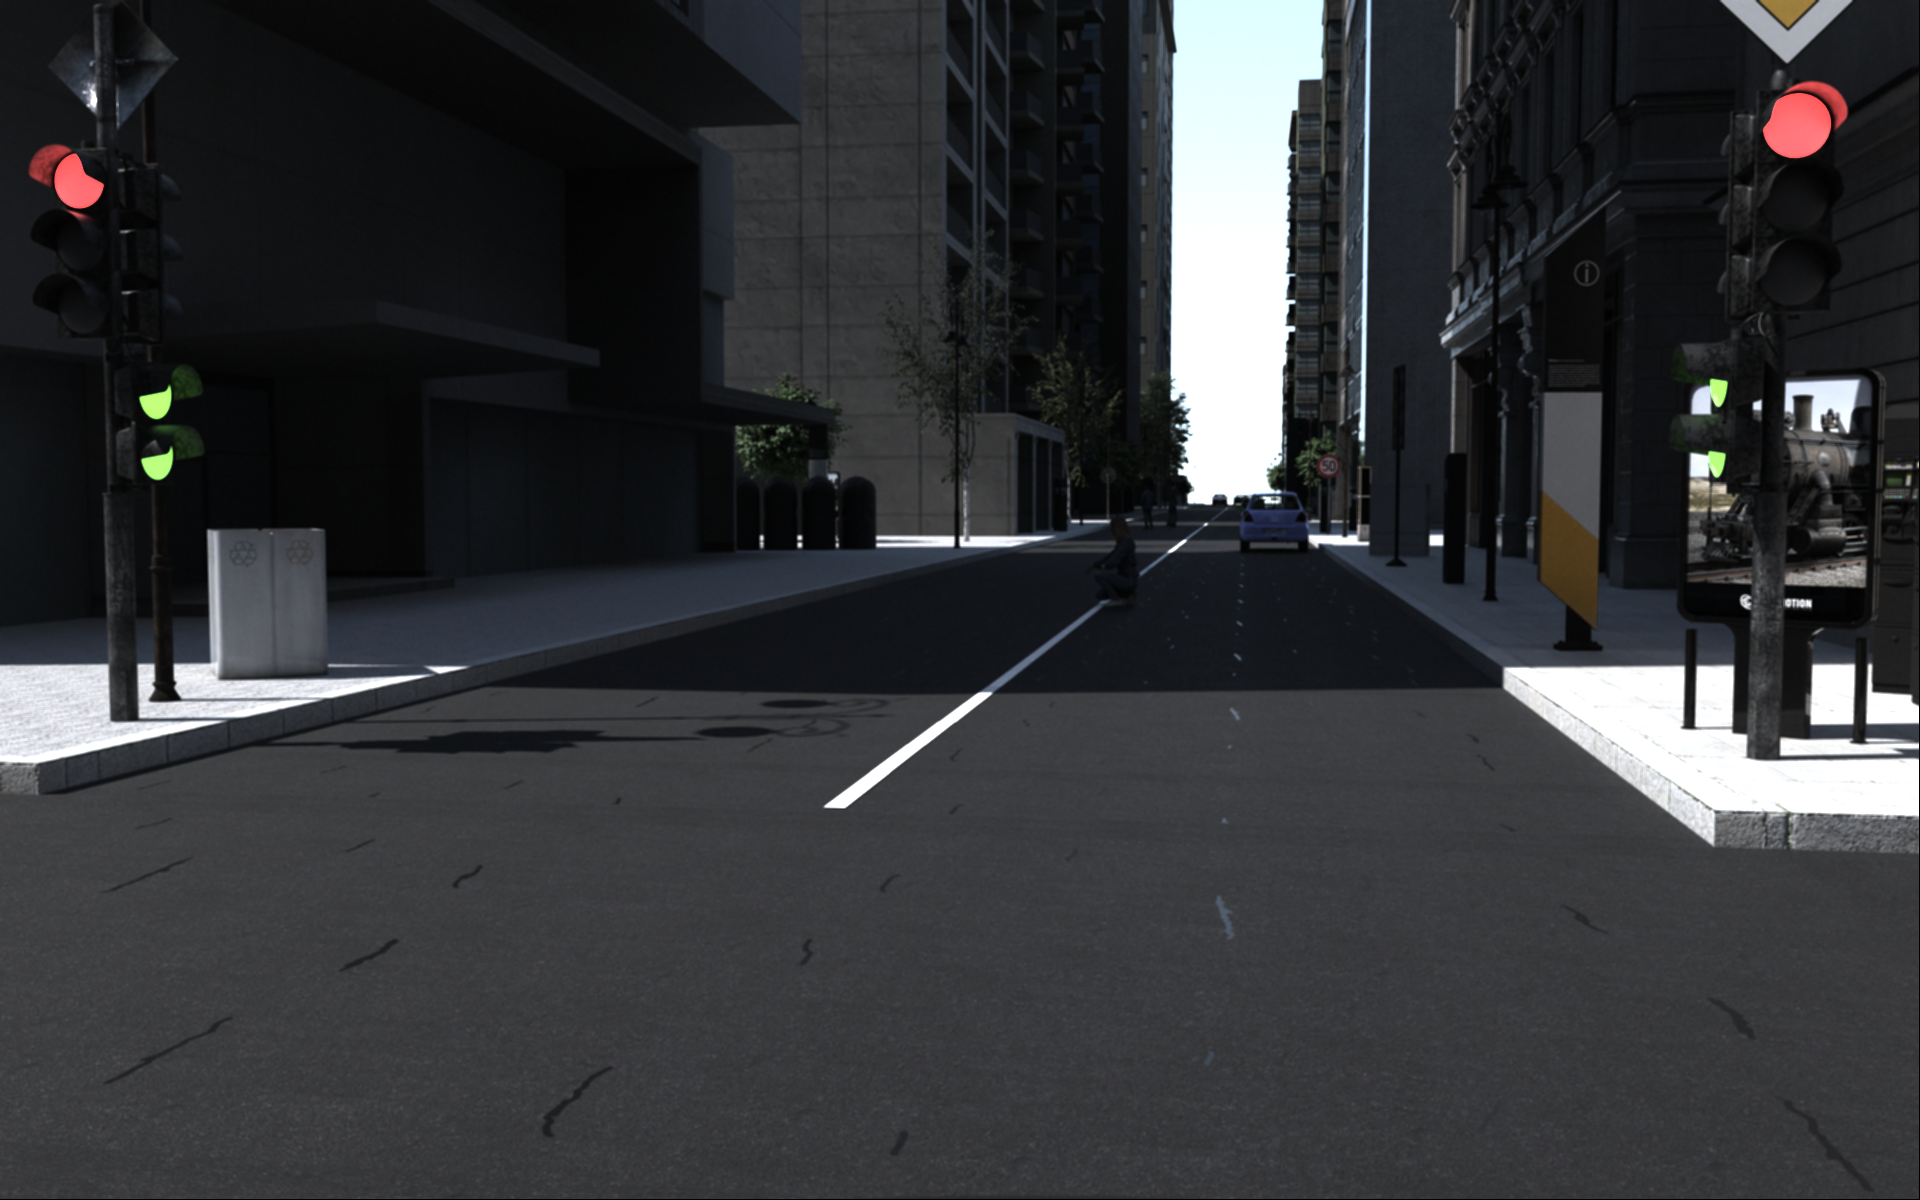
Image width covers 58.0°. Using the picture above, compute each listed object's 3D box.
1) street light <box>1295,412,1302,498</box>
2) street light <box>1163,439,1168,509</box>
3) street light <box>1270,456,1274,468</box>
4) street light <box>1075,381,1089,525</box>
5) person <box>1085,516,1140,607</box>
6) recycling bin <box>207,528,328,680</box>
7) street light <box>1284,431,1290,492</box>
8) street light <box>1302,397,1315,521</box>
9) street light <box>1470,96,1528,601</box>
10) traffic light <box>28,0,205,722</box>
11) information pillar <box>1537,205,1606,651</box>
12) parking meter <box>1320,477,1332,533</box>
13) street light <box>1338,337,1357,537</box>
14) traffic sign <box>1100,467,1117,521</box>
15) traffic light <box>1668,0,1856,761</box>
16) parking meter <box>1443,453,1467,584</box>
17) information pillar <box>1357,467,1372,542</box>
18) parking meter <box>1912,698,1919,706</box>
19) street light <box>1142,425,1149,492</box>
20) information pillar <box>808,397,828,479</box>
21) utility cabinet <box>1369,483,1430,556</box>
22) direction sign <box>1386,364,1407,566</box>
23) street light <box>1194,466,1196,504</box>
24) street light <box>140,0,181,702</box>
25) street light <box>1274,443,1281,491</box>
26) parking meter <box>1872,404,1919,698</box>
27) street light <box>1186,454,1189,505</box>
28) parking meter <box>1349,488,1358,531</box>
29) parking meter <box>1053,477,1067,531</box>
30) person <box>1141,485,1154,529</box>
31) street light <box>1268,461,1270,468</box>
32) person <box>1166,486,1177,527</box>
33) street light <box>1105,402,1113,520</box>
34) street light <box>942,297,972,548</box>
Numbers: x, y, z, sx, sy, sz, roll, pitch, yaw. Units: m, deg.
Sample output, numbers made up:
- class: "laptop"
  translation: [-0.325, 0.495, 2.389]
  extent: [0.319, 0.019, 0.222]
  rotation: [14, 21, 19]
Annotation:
- class: "street light"
  translation: [19.038, -7.614, 97.275]
  extent: [0.468, 5.910, 1.993]
  rotation: [1, 4, 9]
- class: "street light"
  translation: [17.279, -10.581, 145.788]
  extent: [0.468, 5.910, 1.993]
  rotation: [1, 4, 9]
- class: "street light"
  translation: [32.396, -12.556, 178.080]
  extent: [0.468, 5.910, 1.993]
  rotation: [1, 4, 9]
- class: "street light"
  translation: [4.981, -6.002, 70.913]
  extent: [0.468, 5.910, 1.993]
  rotation: [1, 4, 9]
- class: "person"
  translation: [1.925, -0.494, 22.075]
  extent: [0.738, 1.151, 1.012]
  rotation: [1, 4, 8]
- class: "recycling bin"
  translation: [-4.944, 0.012, 12.362]
  extent: [0.722, 1.027, 0.722]
  rotation: [-2, 4, -28]
- class: "street light"
  translation: [24.051, -9.460, 127.463]
  extent: [0.468, 5.910, 1.993]
  rotation: [1, 4, 9]
- class: "street light"
  translation: [16.458, -6.643, 81.393]
  extent: [0.468, 5.910, 1.993]
  rotation: [1, 4, 9]
- class: "street light"
  translation: [6.384, -2.929, 20.671]
  extent: [0.468, 5.910, 1.993]
  rotation: [1, 4, 9]
- class: "traffic light"
  translation: [-4.718, -1.270, 9.691]
  extent: [0.839, 4.253, 0.868]
  rotation: [1, 4, 9]
- class: "information pillar"
  translation: [5.002, -1.394, 14.140]
  extent: [0.504, 3.616, 0.183]
  rotation: [0, 4, 1]
- class: "parking meter"
  translation: [12.183, -3.180, 57.706]
  extent: [0.255, 1.863, 0.399]
  rotation: [2, 4, 35]
- class: "street light"
  translation: [11.439, -4.803, 51.312]
  extent: [0.468, 5.910, 1.993]
  rotation: [1, 4, 9]
- class: "traffic sign"
  translation: [6.944, -4.958, 81.162]
  extent: [0.768, 2.556, 0.104]
  rotation: [1, 4, 15]
- class: "traffic light"
  translation: [3.880, -1.185, 8.292]
  extent: [0.839, 4.253, 0.868]
  rotation: [1, 4, 9]
- class: "parking meter"
  translation: [7.104, -1.172, 24.877]
  extent: [0.255, 1.863, 0.399]
  rotation: [0, 4, 6]
- class: "information pillar"
  translation: [10.906, -2.583, 46.727]
  extent: [0.304, 2.012, 0.304]
  rotation: [0, 4, 1]
- class: "parking meter"
  translation: [5.959, -0.289, 10.439]
  extent: [0.399, 1.863, 0.255]
  rotation: [1, 4, 17]
- class: "street light"
  translation: [12.372, -8.739, 115.672]
  extent: [0.468, 5.910, 1.993]
  rotation: [1, 4, 9]
- class: "information pillar"
  translation: [-3.422, -3.076, 41.640]
  extent: [0.504, 3.616, 0.183]
  rotation: [1, 4, 23]
- class: "utility cabinet"
  translation: [9.077, -1.656, 35.756]
  extent: [1.173, 1.500, 0.318]
  rotation: [2, 4, 30]
- class: "direction sign"
  translation: [7.778, -2.371, 30.762]
  extent: [0.379, 3.537, 0.876]
  rotation: [0, 4, 3]
- class: "street light"
  translation: [30.982, -15.643, 228.553]
  extent: [0.468, 5.910, 1.993]
  rotation: [1, 4, 9]
- class: "street light"
  translation: [-4.939, -2.312, 10.581]
  extent: [0.468, 5.910, 1.993]
  rotation: [1, 4, 9]
- class: "street light"
  translation: [29.047, -11.300, 157.547]
  extent: [0.468, 5.910, 1.993]
  rotation: [1, 4, 9]
- class: "parking meter"
  translation: [6.086, -0.335, 11.182]
  extent: [0.255, 1.863, 0.399]
  rotation: [3, 4, 38]
- class: "street light"
  translation: [26.014, -13.782, 198.122]
  extent: [0.468, 5.910, 1.993]
  rotation: [1, 4, 9]
- class: "parking meter"
  translation: [13.825, -3.198, 60.693]
  extent: [0.372, 1.533, 0.369]
  rotation: [0, 3, 0]
- class: "parking meter"
  translation: [3.489, -3.354, 60.542]
  extent: [0.399, 1.863, 0.255]
  rotation: [2, 4, 25]
- class: "person"
  translation: [7.618, -3.766, 70.257]
  extent: [0.721, 1.800, 0.419]
  rotation: [-2, 4, -31]
- class: "street light"
  translation: [37.431, -14.408, 208.362]
  extent: [0.468, 5.910, 1.993]
  rotation: [1, 4, 9]
- class: "person"
  translation: [9.315, -4.129, 76.221]
  extent: [0.699, 1.804, 1.509]
  rotation: [1, 4, 20]
- class: "street light"
  translation: [7.352, -6.896, 85.543]
  extent: [0.468, 5.910, 1.993]
  rotation: [1, 4, 9]
- class: "street light"
  translation: [-0.069, -4.162, 40.838]
  extent: [0.468, 5.910, 1.993]
  rotation: [1, 4, 9]
